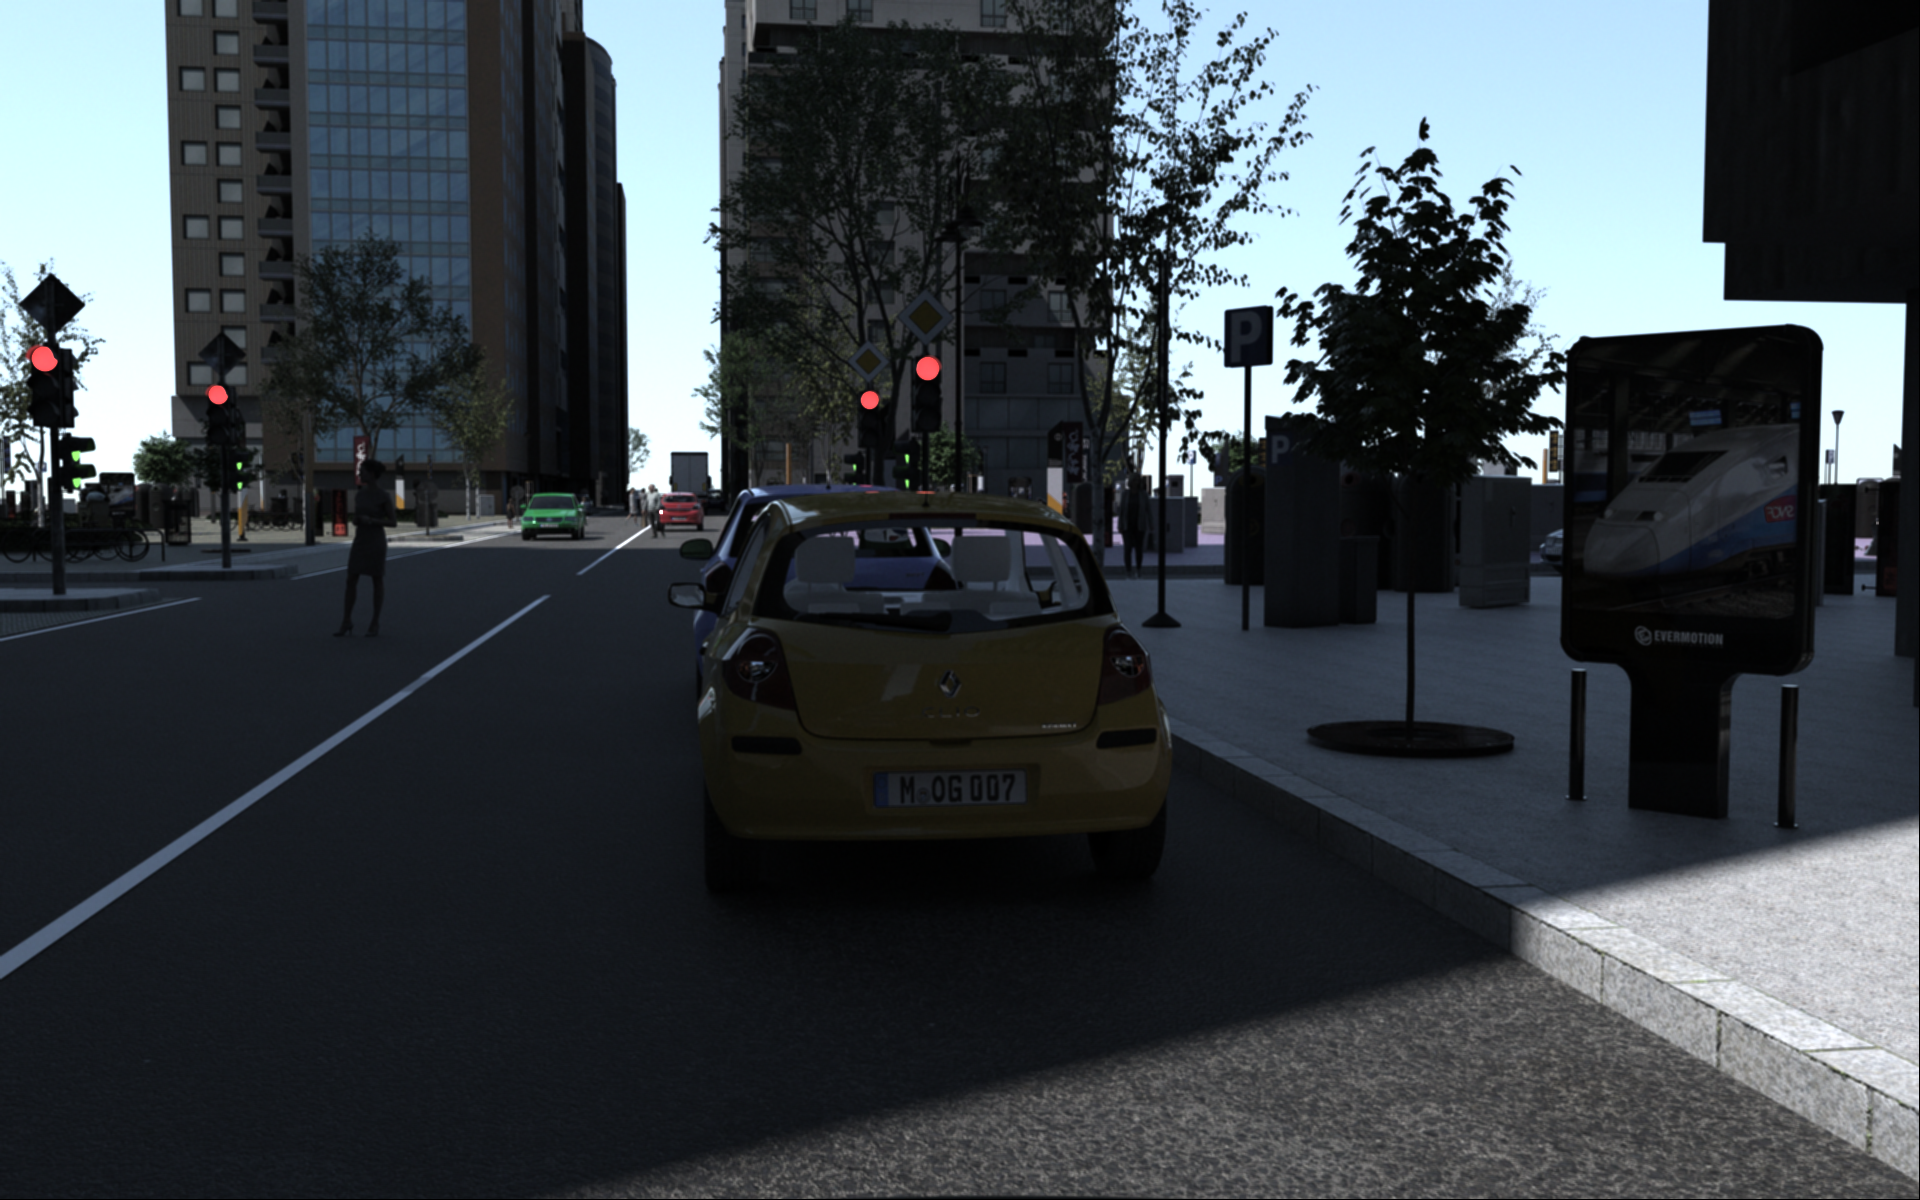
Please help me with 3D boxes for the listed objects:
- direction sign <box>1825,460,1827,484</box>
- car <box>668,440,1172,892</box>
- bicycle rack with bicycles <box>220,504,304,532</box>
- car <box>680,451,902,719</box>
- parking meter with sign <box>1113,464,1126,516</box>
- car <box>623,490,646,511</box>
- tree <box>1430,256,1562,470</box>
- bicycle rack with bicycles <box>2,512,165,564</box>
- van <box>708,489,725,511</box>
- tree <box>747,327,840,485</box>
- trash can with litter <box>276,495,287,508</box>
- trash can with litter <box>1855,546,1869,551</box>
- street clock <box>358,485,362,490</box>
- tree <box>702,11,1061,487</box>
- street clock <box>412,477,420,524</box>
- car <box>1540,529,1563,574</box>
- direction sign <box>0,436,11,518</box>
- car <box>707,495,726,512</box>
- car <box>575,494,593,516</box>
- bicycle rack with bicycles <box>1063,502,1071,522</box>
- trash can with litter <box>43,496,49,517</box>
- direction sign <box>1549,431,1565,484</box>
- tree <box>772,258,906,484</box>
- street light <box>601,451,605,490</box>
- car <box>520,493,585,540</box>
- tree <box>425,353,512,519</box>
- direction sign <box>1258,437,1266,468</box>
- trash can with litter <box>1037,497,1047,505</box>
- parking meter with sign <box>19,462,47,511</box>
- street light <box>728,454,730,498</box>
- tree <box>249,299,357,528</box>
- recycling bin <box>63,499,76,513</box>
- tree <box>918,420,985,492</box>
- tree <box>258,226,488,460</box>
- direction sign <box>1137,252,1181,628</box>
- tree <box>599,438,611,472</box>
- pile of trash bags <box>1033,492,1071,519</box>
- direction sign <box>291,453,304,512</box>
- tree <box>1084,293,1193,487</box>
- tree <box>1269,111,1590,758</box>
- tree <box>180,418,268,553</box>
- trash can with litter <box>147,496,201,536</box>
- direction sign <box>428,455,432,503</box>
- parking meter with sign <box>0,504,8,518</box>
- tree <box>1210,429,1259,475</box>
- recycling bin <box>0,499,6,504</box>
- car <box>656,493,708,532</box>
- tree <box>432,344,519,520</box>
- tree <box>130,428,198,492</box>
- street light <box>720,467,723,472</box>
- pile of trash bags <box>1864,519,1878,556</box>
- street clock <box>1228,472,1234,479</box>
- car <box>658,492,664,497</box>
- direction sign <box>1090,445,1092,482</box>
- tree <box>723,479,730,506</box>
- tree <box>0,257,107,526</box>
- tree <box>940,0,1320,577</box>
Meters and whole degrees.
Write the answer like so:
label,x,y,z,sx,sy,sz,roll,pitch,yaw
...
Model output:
label,x,y,z,sx,sy,sz,roll,pitch,yaw
direction sign,52.741,-6.946,105.557,0.379,3.537,0.876,2,4,28
car,-0.301,0.151,7.759,2.015,1.641,3.980,0,4,-8
bicycle rack with bicycles,-24.257,-2.878,60.442,2.925,0.926,2.852,-2,4,-29
car,-0.980,-0.151,12.067,1.945,1.707,3.694,0,4,-8
parking meter with sign,9.258,-6.325,99.668,0.543,3.016,1.738,3,5,40
car,-28.072,-8.661,150.282,2.281,1.827,5.304,-1,4,-10
tree,15.986,-6.268,52.848,4.360,8.622,3.978,0,3,0
bicycle rack with bicycles,-16.661,-1.203,33.053,2.925,0.926,2.852,-3,5,-43
van,-21.259,-8.711,149.441,2.013,2.044,4.112,-1,4,-9
tree,-6.934,-7.663,75.656,4.360,8.622,3.978,0,3,0
trash can with litter,-35.179,-4.884,90.917,2.233,1.210,1.678,-1,4,-22
trash can with litter,20.703,-1.796,40.418,1.678,1.210,2.233,3,4,37
street clock,-35.515,-5.991,102.520,0.358,2.002,0.471,-1,4,-20
tree,-1.613,-6.779,36.598,9.928,11.665,9.643,0,3,0
street clock,-23.304,-4.266,74.312,0.358,2.002,0.471,-1,4,-9
car,12.452,-1.122,30.354,4.499,1.417,2.014,-1,4,-10
direction sign,-37.176,-4.604,67.264,0.876,3.537,0.379,1,4,20
car,-20.130,-7.916,142.013,1.945,1.354,3.894,-1,4,-10
car,-25.672,-6.397,116.600,2.014,1.417,4.499,-1,4,-9
bicycle rack with bicycles,4.788,-3.934,77.704,2.925,0.926,2.852,0,4,-7
trash can with litter,-44.090,-4.438,83.611,1.678,1.210,2.233,-1,4,-15
direction sign,21.307,-4.251,61.499,0.379,3.537,0.876,-3,5,-41
tree,-3.910,-6.374,54.585,4.737,8.622,4.395,0,3,0
street light,-38.743,-13.152,187.819,0.468,5.910,1.993,-1,4,-9
car,-12.918,-2.830,55.059,1.959,1.807,4.718,-1,4,-10
tree,-25.353,-8.547,90.106,4.360,8.622,3.978,0,3,0
direction sign,12.362,-4.733,69.381,0.876,3.537,0.379,-1,4,-14
trash can with litter,3.469,-3.476,68.228,1.055,1.170,0.624,-1,4,-9
parking meter with sign,-50.152,-5.957,93.651,0.543,3.016,1.738,0,4,7
street light,-26.214,-13.691,196.642,0.468,5.910,1.993,-1,4,-9
tree,-24.991,-7.066,65.890,4.360,8.622,3.978,0,3,0
recycling bin,-49.726,-5.126,96.360,0.722,1.027,0.722,3,4,36
tree,-0.589,-5.593,75.157,4.285,4.588,4.351,0,3,0
tree,-20.124,-7.665,59.742,8.767,10.594,7.601,0,4,5
direction sign,1.953,-1.510,16.690,0.379,3.537,0.876,1,4,12
tree,-38.200,-13.886,177.398,4.360,8.622,3.978,0,3,0
pile of trash bags,3.510,-4.532,83.848,3.447,1.369,1.912,0,4,3
direction sign,-36.418,-6.322,95.355,0.379,3.537,0.876,2,4,26
tree,6.357,-6.828,62.008,4.737,8.622,4.395,0,3,0
tree,2.447,-0.871,8.843,1.663,3.219,1.824,0,3,0
tree,-16.197,-2.666,38.189,1.663,3.219,1.824,0,3,0
trash can with litter,-24.658,-2.637,54.164,1.678,1.210,2.233,-1,4,-17
direction sign,-30.463,-6.579,99.570,0.379,3.537,0.876,-2,4,-29
parking meter with sign,-40.486,-4.647,72.235,0.543,3.016,1.738,0,4,7
tree,14.079,-6.317,87.004,4.285,4.588,4.351,0,3,0
recycling bin,-54.462,-5.259,98.545,0.722,1.027,0.722,2,4,24
car,-10.962,-3.598,67.863,2.155,1.783,4.494,0,4,-8
tree,-23.770,-8.198,84.394,4.737,8.622,4.395,0,3,0
tree,-39.691,-6.289,86.534,4.285,4.588,4.351,0,3,0
street light,-31.335,-15.739,230.112,0.468,5.910,1.993,-1,4,-9
pile of trash bags,19.674,-1.589,35.739,1.912,1.369,3.447,3,5,39
street clock,9.029,-3.243,57.594,0.358,2.002,0.471,0,4,2
car,-28.014,-9.250,160.834,1.945,1.707,3.694,-1,4,-9
direction sign,5.652,-5.080,75.063,0.379,3.537,0.876,3,5,43
tree,-25.134,-11.879,188.816,1.663,3.219,1.824,0,3,0
tree,-28.512,-6.278,53.007,4.737,8.622,4.395,0,3,0
tree,1.668,-4.242,19.722,4.360,8.622,3.978,0,3,0
